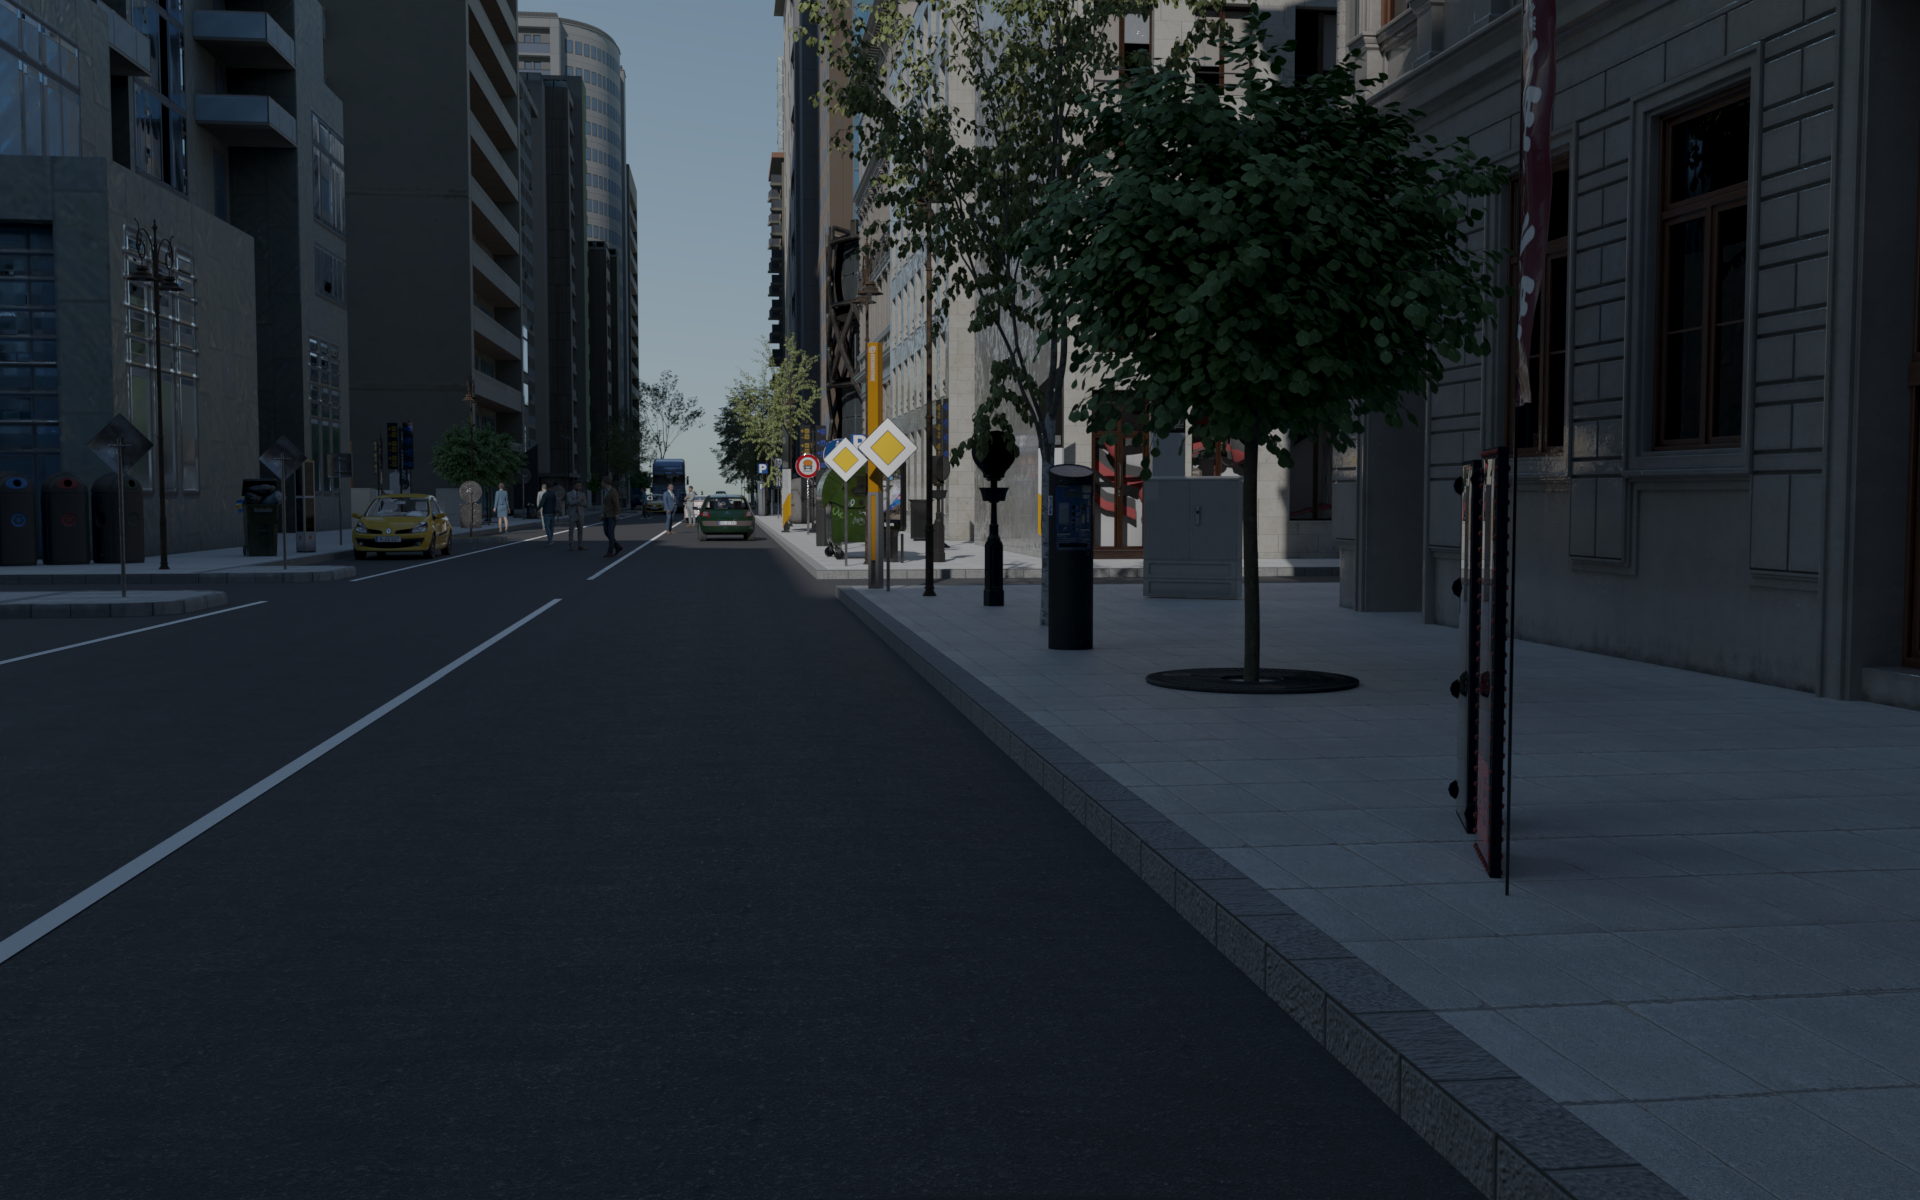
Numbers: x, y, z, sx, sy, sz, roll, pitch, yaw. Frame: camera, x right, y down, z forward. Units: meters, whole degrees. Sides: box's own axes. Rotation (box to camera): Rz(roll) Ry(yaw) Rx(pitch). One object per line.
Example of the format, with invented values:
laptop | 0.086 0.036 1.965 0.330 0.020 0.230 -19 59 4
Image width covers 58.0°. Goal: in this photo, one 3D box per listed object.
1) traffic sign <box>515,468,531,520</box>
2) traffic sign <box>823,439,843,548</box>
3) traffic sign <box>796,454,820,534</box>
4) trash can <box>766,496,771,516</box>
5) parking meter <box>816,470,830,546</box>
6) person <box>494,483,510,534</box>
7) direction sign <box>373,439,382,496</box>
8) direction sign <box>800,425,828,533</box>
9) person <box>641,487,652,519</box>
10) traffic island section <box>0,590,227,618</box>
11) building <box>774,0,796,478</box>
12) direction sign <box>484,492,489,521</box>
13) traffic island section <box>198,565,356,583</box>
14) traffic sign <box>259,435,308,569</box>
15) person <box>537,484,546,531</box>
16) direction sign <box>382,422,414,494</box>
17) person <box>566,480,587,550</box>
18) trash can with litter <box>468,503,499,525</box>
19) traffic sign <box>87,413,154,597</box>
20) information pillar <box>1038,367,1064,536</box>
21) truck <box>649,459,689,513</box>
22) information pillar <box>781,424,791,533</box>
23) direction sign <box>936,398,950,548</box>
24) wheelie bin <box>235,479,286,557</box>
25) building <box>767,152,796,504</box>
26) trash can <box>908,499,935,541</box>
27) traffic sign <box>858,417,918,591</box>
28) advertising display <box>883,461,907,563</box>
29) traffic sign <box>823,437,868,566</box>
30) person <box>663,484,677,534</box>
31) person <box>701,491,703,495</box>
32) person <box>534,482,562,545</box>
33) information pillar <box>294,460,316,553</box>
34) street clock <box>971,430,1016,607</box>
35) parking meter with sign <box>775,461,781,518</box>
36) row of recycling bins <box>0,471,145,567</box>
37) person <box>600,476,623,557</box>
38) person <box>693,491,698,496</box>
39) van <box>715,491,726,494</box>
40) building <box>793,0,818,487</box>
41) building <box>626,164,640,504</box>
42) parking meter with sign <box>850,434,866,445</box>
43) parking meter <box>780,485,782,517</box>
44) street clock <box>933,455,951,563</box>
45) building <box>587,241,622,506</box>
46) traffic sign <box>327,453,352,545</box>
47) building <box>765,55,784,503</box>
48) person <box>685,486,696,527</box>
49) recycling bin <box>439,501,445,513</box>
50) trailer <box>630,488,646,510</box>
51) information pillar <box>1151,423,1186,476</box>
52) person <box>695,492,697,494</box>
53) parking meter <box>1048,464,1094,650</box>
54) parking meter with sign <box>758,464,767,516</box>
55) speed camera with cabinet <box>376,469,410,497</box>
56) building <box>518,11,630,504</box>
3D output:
traffic sign | -21.479 -5.201 85.148 0.768 2.556 0.104 0 4 -2
traffic sign | -2.763 -2.433 39.890 0.768 2.556 0.104 0 4 -7
traffic sign | -4.817 -3.352 54.903 0.768 2.556 0.104 0 4 -2
trash can | -11.621 -5.594 103.122 0.748 1.137 0.748 0 3 0
parking meter | -3.339 -2.252 42.534 0.255 1.863 0.399 2 4 30
person | -16.358 -3.263 61.875 0.581 1.822 0.654 -2 4 -24
direction sign | -23.827 -4.831 70.981 0.379 3.537 0.876 -3 5 -41
direction sign | -4.833 -3.978 57.045 0.876 3.537 0.379 -1 4 -16
person | -17.807 -5.480 98.121 0.620 1.820 0.660 -1 4 -22
traffic island section | -10.431 0.044 21.564 2.009 0.180 2.903 0 4 -8
building | -2.831 -35.238 165.376 28.713 52.752 27.495 0 4 -8
direction sign | -22.185 -5.457 81.216 0.379 3.537 0.876 3 5 39
traffic island section | -11.507 -0.440 29.477 2.009 0.180 2.903 0 4 -8
traffic sign | -11.484 -1.577 29.418 0.795 2.450 0.064 0 4 -8
person | -16.250 -3.628 67.917 0.635 1.810 0.391 -1 4 -22
direction sign | -17.722 -3.848 54.914 0.876 3.537 0.379 1 4 10
person | -9.769 -2.174 44.219 0.466 1.800 0.511 3 5 42
trash can with litter | -19.892 -3.642 70.600 2.233 1.210 1.678 -1 4 -12
traffic sign | -10.409 -1.093 21.506 0.795 2.450 0.064 0 4 -8
information pillar | 1.656 -2.439 31.240 0.504 3.616 0.183 2 4 28
truck | -22.898 -9.023 137.285 2.967 4.110 18.799 -1 4 -8
information pillar | -5.779 -4.056 57.668 0.183 3.616 0.504 -2 4 -31
direction sign | -0.421 -3.019 41.352 0.379 3.537 0.876 -1 4 -19
wheelie bin | -14.409 -1.703 35.758 0.980 1.594 0.693 -2 4 -31
building | -13.085 -34.566 219.784 22.147 44.769 28.867 0 4 -8
trash can | -1.054 -2.182 47.328 0.748 1.137 0.748 0 3 0
traffic sign | -0.948 -1.170 22.766 0.795 2.450 0.064 0 4 -8
advertising display | -1.300 -1.672 32.543 0.123 1.923 0.974 -2 4 -32
traffic sign | -2.024 -1.654 30.679 0.795 2.450 0.064 0 4 -8
person | -10.481 -3.295 62.555 0.419 1.800 0.721 1 4 21
person | -31.745 -12.506 212.974 0.705 1.824 1.348 -1 4 -9
person | -11.496 -2.425 48.493 0.721 1.781 0.623 2 4 29
information pillar | -14.344 -2.045 37.934 0.304 2.012 0.304 2 4 31
street clock | 0.387 -0.932 19.806 0.471 2.002 0.358 -1 4 -20
parking meter with sign | -8.774 -5.788 90.892 1.738 3.016 0.543 1 4 17
row of recycling bins | -16.648 -1.476 31.251 3.534 1.692 1.069 -3 5 -45
person | -8.012 -1.913 39.681 0.656 1.842 0.836 1 4 20
person | -31.495 -12.026 205.112 1.348 1.826 0.705 1 4 22
van | -31.127 -13.375 225.690 2.013 2.044 4.112 0 4 -6
building | -2.547 -36.370 136.646 21.231 58.520 28.212 0 4 -8
building | -55.865 -37.692 239.971 21.300 48.544 21.600 0 4 -8
parking meter with sign | -2.674 -3.265 49.638 0.543 3.016 1.738 -1 4 -18
parking meter | -9.867 -5.566 96.715 0.255 1.863 0.399 0 4 4
street clock | -0.404 -1.708 32.489 0.358 2.002 0.471 2 4 35
building | -45.730 -25.883 194.895 14.160 30.474 14.107 0 4 -8
traffic sign | -15.498 -2.518 43.304 0.606 2.300 0.079 0 4 -3
building | -17.114 -57.214 248.116 22.319 86.520 31.000 0 4 -8
person | -11.865 -4.117 75.990 0.511 1.800 0.466 2 4 31
recycling bin | -18.248 -2.884 59.709 0.722 1.027 0.722 3 5 39
trailer | -28.027 -8.814 151.162 1.471 1.999 3.904 0 4 -6
information pillar | 2.833 -1.964 23.474 0.504 3.616 0.183 -1 4 -13
person | -36.306 -13.974 237.759 1.217 1.735 0.721 -2 4 -35
parking meter | 0.919 -0.363 14.344 0.372 1.533 0.369 0 3 0
parking meter with sign | -11.490 -6.379 100.554 0.543 3.016 1.738 -1 4 -9
speed camera with cabinet | -24.360 -4.867 73.917 0.660 3.252 2.038 1 4 22
building | -52.588 -41.130 214.468 21.231 58.520 28.212 0 4 -8
